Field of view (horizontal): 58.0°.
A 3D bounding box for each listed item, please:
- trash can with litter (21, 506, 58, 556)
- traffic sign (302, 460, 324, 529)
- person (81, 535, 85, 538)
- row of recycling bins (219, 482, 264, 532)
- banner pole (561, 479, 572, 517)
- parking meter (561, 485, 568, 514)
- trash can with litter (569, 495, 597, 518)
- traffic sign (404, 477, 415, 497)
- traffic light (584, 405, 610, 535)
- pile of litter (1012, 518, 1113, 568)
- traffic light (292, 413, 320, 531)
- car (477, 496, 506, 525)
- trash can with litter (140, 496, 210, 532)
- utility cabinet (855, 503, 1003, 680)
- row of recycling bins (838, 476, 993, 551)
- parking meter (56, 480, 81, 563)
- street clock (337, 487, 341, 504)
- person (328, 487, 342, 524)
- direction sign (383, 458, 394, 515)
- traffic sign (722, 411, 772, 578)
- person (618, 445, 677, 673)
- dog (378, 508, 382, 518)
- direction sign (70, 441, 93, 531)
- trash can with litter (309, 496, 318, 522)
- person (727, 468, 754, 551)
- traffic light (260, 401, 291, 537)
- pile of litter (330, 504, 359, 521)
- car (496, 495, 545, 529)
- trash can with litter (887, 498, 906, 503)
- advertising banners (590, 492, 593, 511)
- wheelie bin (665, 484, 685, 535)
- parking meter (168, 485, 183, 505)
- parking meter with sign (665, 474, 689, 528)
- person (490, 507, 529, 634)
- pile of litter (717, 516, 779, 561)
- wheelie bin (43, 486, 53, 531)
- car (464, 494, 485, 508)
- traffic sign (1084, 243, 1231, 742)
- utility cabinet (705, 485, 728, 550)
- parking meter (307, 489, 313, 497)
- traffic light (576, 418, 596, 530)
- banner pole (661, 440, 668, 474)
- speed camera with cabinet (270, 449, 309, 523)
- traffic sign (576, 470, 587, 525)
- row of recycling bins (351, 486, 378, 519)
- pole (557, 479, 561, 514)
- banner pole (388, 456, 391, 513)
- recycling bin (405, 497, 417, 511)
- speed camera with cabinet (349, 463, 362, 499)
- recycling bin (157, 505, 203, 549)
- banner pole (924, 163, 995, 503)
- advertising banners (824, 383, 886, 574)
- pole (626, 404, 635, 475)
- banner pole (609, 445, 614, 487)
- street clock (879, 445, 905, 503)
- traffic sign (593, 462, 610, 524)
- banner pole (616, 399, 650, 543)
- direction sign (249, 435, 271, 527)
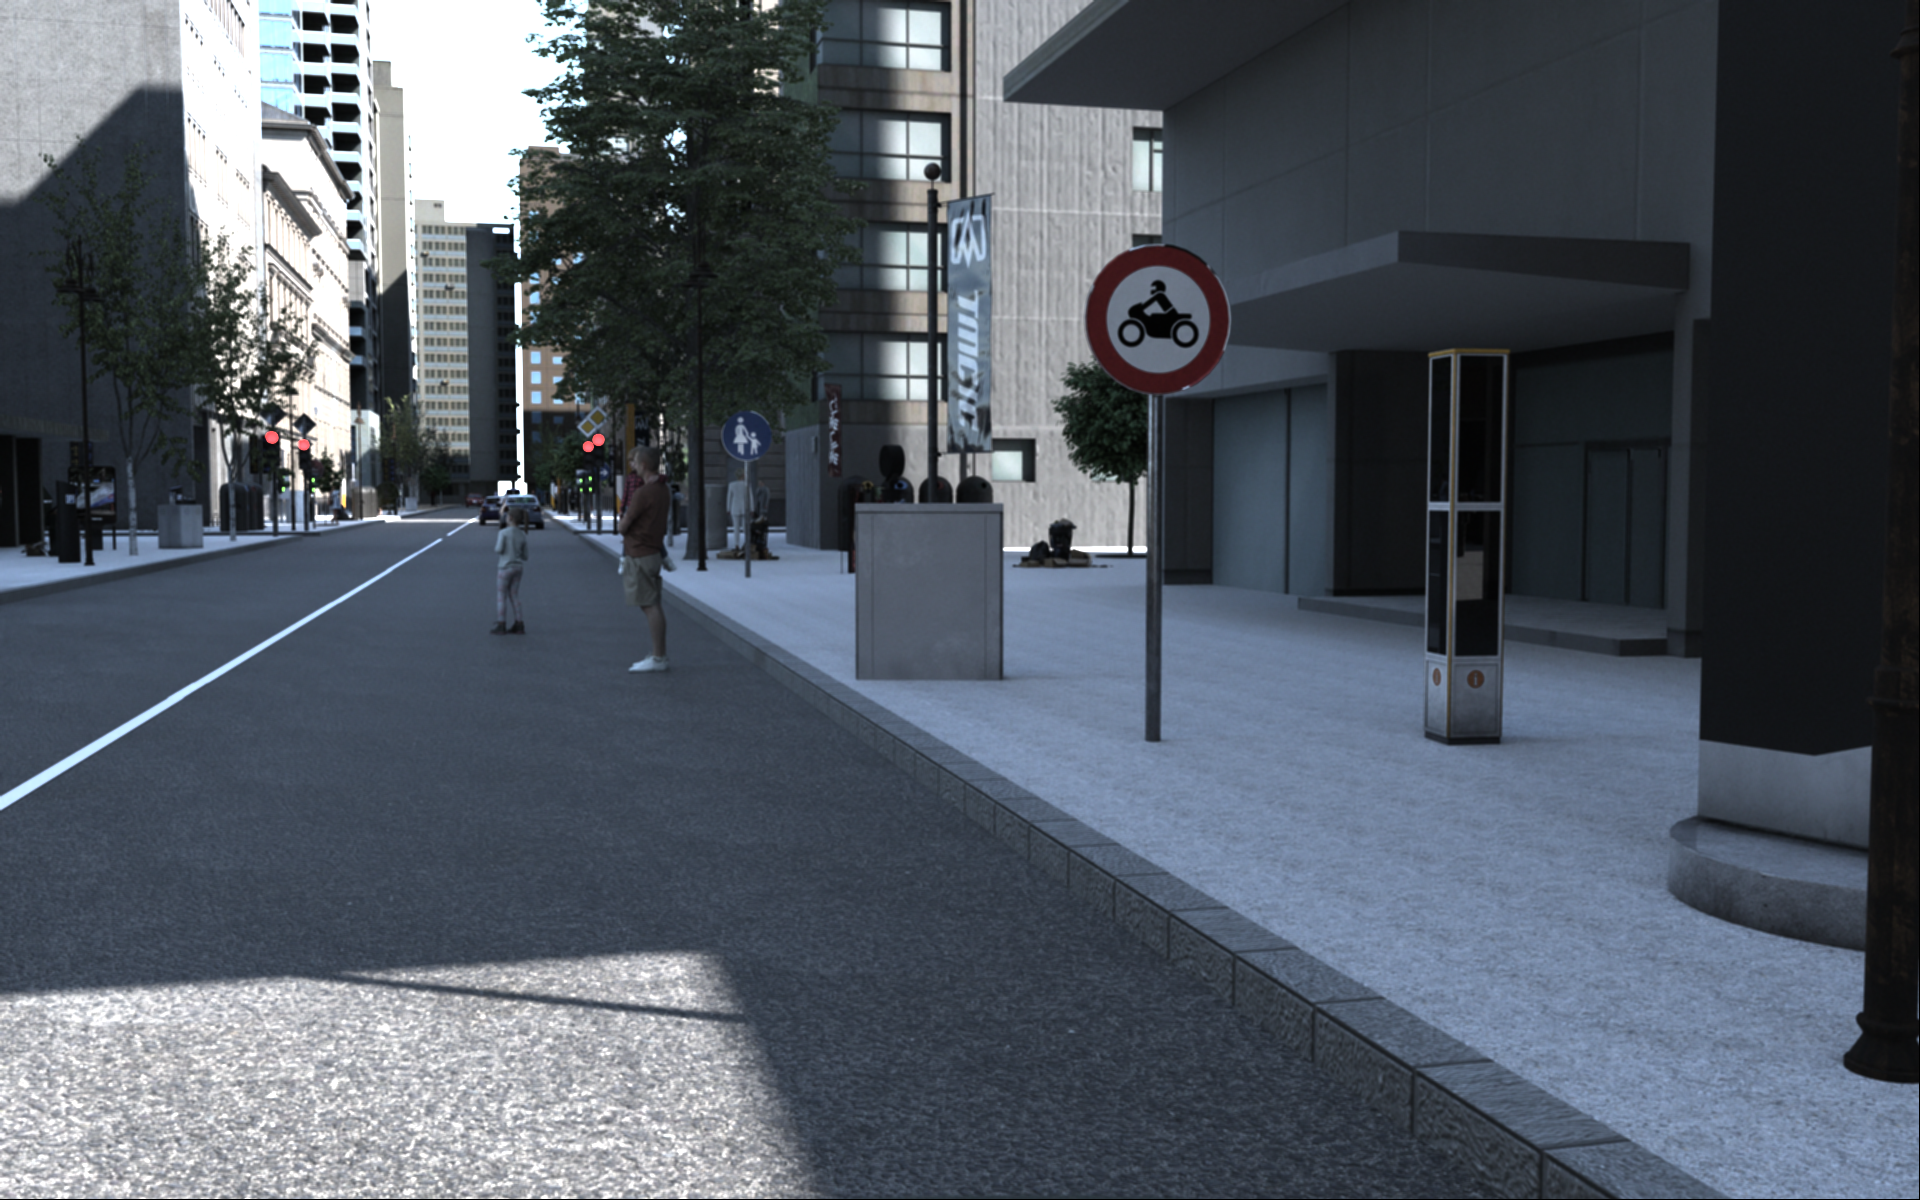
[{"bbox_3d":[-18.825,-1.491,35.771,1.055,1.170,0.624,0,4,-8],"label":"trash can with litter"},{"bbox_3d":[-23.817,-3.897,63.825,0.768,2.556,0.104,-1,4,-10],"label":"traffic sign"},{"bbox_3d":[-24.884,-2.658,49.599,0.778,1.811,0.616,1,4,22],"label":"person"},{"bbox_3d":[-25.148,-3.270,60.570,1.069,1.692,3.534,-1,4,-10],"label":"row of recycling bins"},{"bbox_3d":[-24.204,-7.143,106.810,0.863,3.779,0.401,-1,4,-20],"label":"banner pole"},{"bbox_3d":[-26.082,-6.637,114.233,0.399,1.863,0.255,1,4,23],"label":"parking meter"},{"bbox_3d":[-20.493,-5.159,95.413,1.678,1.210,2.233,-1,4,-9],"label":"trash can with litter"},{"bbox_3d":[-41.336,-7.953,130.132,0.768,2.556,0.104,0,4,-8],"label":"traffic sign"},{"bbox_3d":[-11.432,-4.022,54.676,0.839,4.253,0.868,-1,4,-14],"label":"traffic light"},{"bbox_3d":[1.819,-1.009,30.464,1.719,0.858,1.176,1,4,16],"label":"pile of litter"},{"bbox_3d":[-22.673,-4.349,60.032,0.839,4.253,0.868,-1,4,-14],"label":"traffic light"},{"bbox_3d":[-21.584,-4.183,80.967,1.945,1.354,3.894,-1,4,-16],"label":"car"},{"bbox_3d":[-27.085,-2.980,59.773,2.233,1.210,1.678,-2,4,-26],"label":"trash can with litter"},{"bbox_3d":[-0.209,-0.054,12.050,1.020,1.237,0.306,0,4,1],"label":"utility cabinet"},{"bbox_3d":[-1.014,-1.970,39.327,3.534,1.692,1.069,-1,4,-12],"label":"row of recycling bins"},{"bbox_3d":[-16.692,-1.469,32.427,0.372,1.533,0.369,0,3,0],"label":"parking meter"},{"bbox_3d":[-34.601,-5.633,96.673,0.471,2.002,0.358,1,4,14],"label":"street clock"},{"bbox_3d":[-27.131,-4.213,75.015,0.778,1.811,0.616,3,5,45],"label":"person"},{"bbox_3d":[-35.838,-7.137,108.684,0.379,3.537,0.876,2,4,29],"label":"direction sign"},{"bbox_3d":[-3.261,-1.619,26.573,0.768,2.556,0.104,0,4,-5],"label":"traffic sign"},{"bbox_3d":[-2.557,-0.345,14.121,0.573,1.828,0.580,-3,5,-41],"label":"person"},{"bbox_3d":[-31.756,-4.773,94.870,0.540,0.507,0.406,2,4,28],"label":"dog"},{"bbox_3d":[-30.709,-4.196,60.598,0.876,3.537,0.379,1,4,13],"label":"direction sign"},{"bbox_3d":[-29.935,-4.145,79.162,0.624,1.170,1.055,2,4,25],"label":"trash can with litter"},{"bbox_3d":[-4.695,-1.915,37.224,0.514,1.842,0.818,-2,4,-28],"label":"person"},{"bbox_3d":[-20.691,-3.876,52.296,0.839,4.253,0.868,-1,4,-14],"label":"traffic light"},{"bbox_3d":[-29.879,-4.281,83.961,1.176,0.858,1.719,-3,5,-44],"label":"pile of litter"},{"bbox_3d":[-18.226,-3.665,71.922,2.014,1.417,4.499,-1,4,-16],"label":"car"},{"bbox_3d":[-4.370,-5.700,104.259,1.678,1.210,2.233,1,4,22],"label":"trash can with litter"},{"bbox_3d":[-27.444,-8.125,129.031,0.090,3.025,2.074,-2,4,-23],"label":"advertising banners"},{"bbox_3d":[-9.062,-2.824,54.082,0.980,1.594,0.693,0,4,2],"label":"wheelie bin"},{"bbox_3d":[-23.048,-2.601,50.939,0.372,1.533,0.369,0,3,0],"label":"parking meter"},{"bbox_3d":[-11.082,-4.215,65.174,1.738,3.016,0.543,1,4,9],"label":"parking meter with sign"},{"bbox_3d":[-4.631,-0.304,17.746,0.394,1.301,0.425,1,4,17],"label":"person"},{"bbox_3d":[-4.181,-1.231,34.084,1.176,0.858,1.719,-1,4,-18],"label":"pile of litter"},{"bbox_3d":[-31.929,-3.185,59.982,0.693,1.594,0.980,0,4,2],"label":"wheelie bin"},{"bbox_3d":[-52.138,-10.827,186.067,2.155,1.783,4.494,-1,4,-16],"label":"car"},{"bbox_3d":[1.004,-0.540,8.928,0.768,2.556,0.104,-1,4,-8],"label":"traffic sign"},{"bbox_3d":[-5.717,-1.913,39.964,0.318,1.500,1.173,1,4,14],"label":"utility cabinet"},{"bbox_3d":[-33.292,-4.910,88.683,0.372,1.533,0.369,0,3,0],"label":"parking meter"},{"bbox_3d":[-13.414,-4.495,62.412,0.839,4.253,0.868,-1,4,-14],"label":"traffic light"},{"bbox_3d":[-13.639,-5.503,79.988,0.401,3.779,0.863,1,4,17],"label":"banner pole"},{"bbox_3d":[-29.806,-5.054,76.961,0.660,3.252,2.038,1,4,14],"label":"speed camera with cabinet"},{"bbox_3d":[-15.811,-4.320,72.769,0.606,2.300,0.079,-1,4,-13],"label":"traffic sign"},{"bbox_3d":[-31.520,-5.181,91.816,1.069,1.692,3.534,-1,4,-10],"label":"row of recycling bins"},{"bbox_3d":[-25.734,-7.176,111.162,0.158,3.312,0.155,0,3,0],"label":"pole"},{"bbox_3d":[-37.917,-7.656,115.190,0.401,3.779,0.863,-1,4,-11],"label":"banner pole"},{"bbox_3d":[-40.773,-7.099,128.628,0.722,1.027,0.722,-2,4,-28],"label":"recycling bin"},{"bbox_3d":[-38.472,-7.161,111.412,2.038,3.252,0.660,3,5,39],"label":"speed camera with cabinet"},{"bbox_3d":[-18.479,-1.743,41.056,0.722,1.027,0.722,1,4,17],"label":"recycling bin"},{"bbox_3d":[-0.047,-1.408,13.043,0.401,3.779,0.863,-3,5,-44],"label":"banner pole"},{"bbox_3d":[-1.674,-1.957,28.188,0.090,3.025,2.074,2,4,26],"label":"advertising banners"},{"bbox_3d":[-7.439,-2.771,39.150,0.158,3.312,0.155,0,3,0],"label":"pole"},{"bbox_3d":[-15.338,-5.336,77.266,0.401,3.779,0.863,3,5,42],"label":"banner pole"},{"bbox_3d":[-1.005,-1.288,25.631,0.358,2.002,0.471,-2,4,-24],"label":"street clock"},{"bbox_3d":[-13.808,-4.064,66.549,0.768,2.556,0.104,0,4,-5],"label":"traffic sign"},{"bbox_3d":[-8.580,-3.413,45.821,0.863,3.779,0.401,-2,4,-27],"label":"banner pole"},{"bbox_3d":[-26.875,-4.561,66.577,0.876,3.537,0.379,1,4,9],"label":"direction sign"}]
